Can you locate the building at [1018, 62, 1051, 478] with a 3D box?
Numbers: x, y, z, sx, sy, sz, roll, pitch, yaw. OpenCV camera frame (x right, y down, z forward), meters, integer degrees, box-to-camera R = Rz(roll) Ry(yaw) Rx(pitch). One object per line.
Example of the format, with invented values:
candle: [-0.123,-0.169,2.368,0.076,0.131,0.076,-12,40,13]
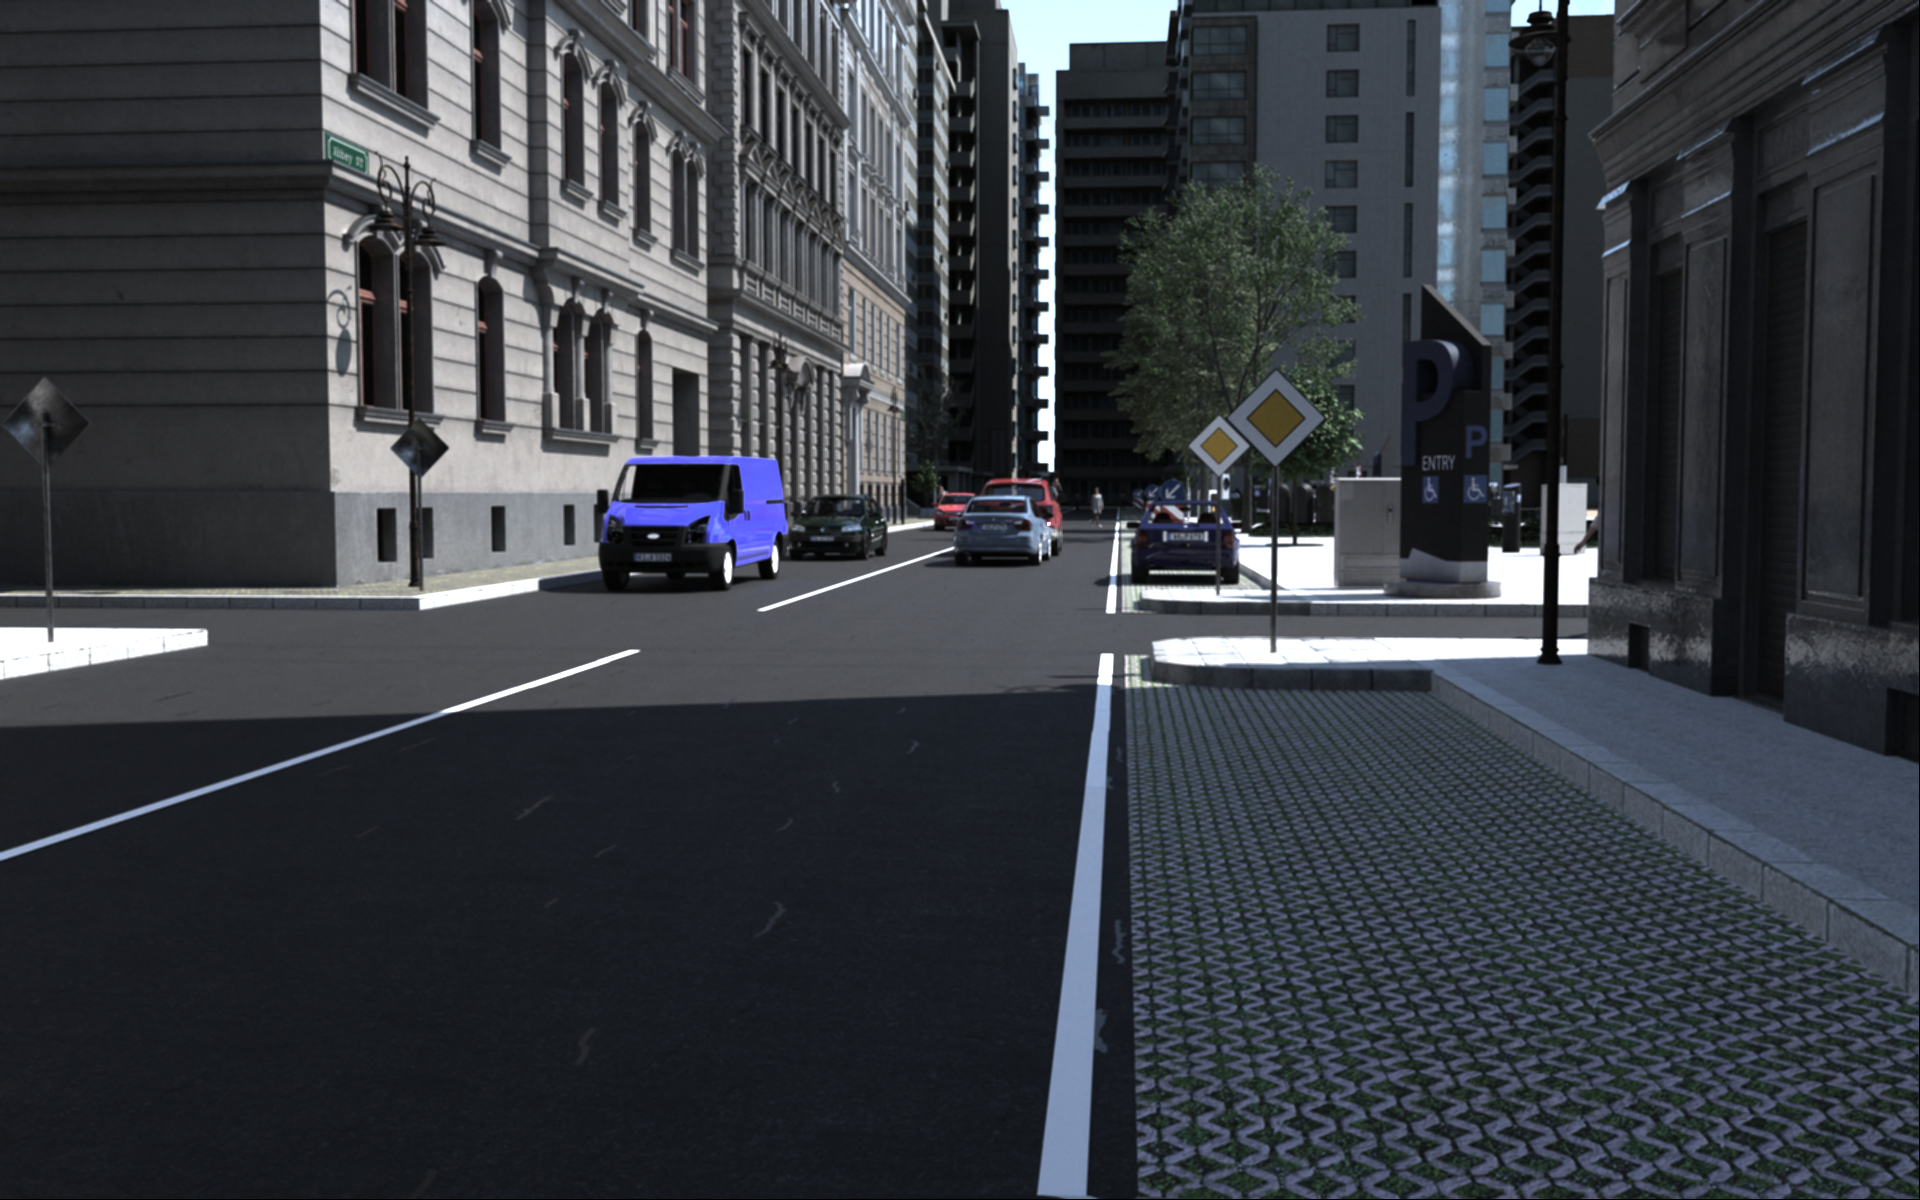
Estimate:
building: [-5.117,-35.085,193.246,30.456,49.044,23.786,0,4,5]

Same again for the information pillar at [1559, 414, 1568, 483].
information pillar: [17.636,-3.626,50.636,0.183,3.616,0.504,0,4,6]

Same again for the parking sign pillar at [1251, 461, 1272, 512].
parking sign pillar: [16.037,-6.388,92.908,1.447,3.967,1.447,2,4,35]

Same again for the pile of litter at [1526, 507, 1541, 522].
pile of litter: [20.968,-2.936,61.963,1.719,0.858,1.176,0,4,3]

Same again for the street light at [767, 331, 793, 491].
street light: [-5.104,-4.682,49.336,0.468,5.910,1.993,0,4,5]

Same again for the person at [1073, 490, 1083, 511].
person: [9.827,-8.248,144.071,0.721,1.736,1.217,-3,5,-39]

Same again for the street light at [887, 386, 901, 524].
street light: [-2.808,-6.199,74.146,0.468,5.910,1.993,0,4,5]

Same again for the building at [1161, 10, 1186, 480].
building: [29.503,-30.689,156.388,22.147,44.769,28.867,0,4,5]

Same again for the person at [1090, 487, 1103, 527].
person: [5.893,-4.030,75.146,0.466,1.731,0.760,-3,5,-43]

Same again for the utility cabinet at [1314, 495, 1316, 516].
utility cabinet: [18.178,-4.760,88.989,1.020,1.237,0.306,-3,5,-45]

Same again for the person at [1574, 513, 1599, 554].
person: [6.551,-0.508,17.473,0.731,1.740,0.598,0,4,-6]

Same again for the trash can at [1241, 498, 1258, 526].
trash can: [11.606,-3.542,69.566,0.748,1.137,0.748,0,3,0]

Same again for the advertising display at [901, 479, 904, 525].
advertising display: [-2.426,-4.169,73.385,0.123,1.923,0.974,0,4,-3]

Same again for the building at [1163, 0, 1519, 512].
building: [27.164,-31.017,126.741,23.786,49.044,30.456,0,4,5]

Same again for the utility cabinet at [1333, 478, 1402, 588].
utility cabinet: [5.693,-0.905,23.480,1.173,1.500,0.318,0,4,-1]

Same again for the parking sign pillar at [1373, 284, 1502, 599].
parking sign pillar: [6.084,-2.034,21.733,1.447,3.967,1.447,-1,4,-19]

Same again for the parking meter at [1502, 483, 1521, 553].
parking meter: [12.128,-1.814,38.074,0.372,1.533,0.369,0,3,0]

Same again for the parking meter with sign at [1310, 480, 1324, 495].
parking meter with sign: [19.694,-6.078,95.632,1.738,3.016,0.543,2,4,28]

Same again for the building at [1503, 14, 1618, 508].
building: [55.888,-31.225,160.647,14.200,45.320,14.600,0,4,5]

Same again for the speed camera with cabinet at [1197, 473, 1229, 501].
speed camera with cabinet: [10.941,-4.915,74.702,0.660,3.252,2.038,2,4,34]

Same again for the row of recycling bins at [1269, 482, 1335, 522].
row of recycling bins: [13.273,-3.518,64.629,3.534,1.692,1.069,2,4,24]

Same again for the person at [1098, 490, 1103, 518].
person: [8.406,-5.849,105.058,0.541,1.710,0.530,-1,4,-18]

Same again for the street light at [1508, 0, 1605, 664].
street light: [4.466,-2.456,12.944,0.468,5.910,1.993,0,4,5]

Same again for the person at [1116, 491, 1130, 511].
person: [13.980,-8.522,148.538,1.217,1.736,0.721,1,4,9]

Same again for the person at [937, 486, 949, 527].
person: [-0.713,-4.152,76.566,0.592,1.802,0.473,0,4,2]

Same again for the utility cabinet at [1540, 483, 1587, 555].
utility cabinet: [12.606,-1.683,36.195,1.173,1.500,0.318,-3,4,-36]

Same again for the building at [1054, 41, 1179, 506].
building: [21.297,-34.618,189.701,21.600,48.544,21.300,0,4,5]

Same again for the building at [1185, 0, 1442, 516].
building: [20.734,-20.381,104.939,14.160,30.474,14.107,0,4,5]

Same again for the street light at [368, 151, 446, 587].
street light: [-7.561,-3.123,23.847,0.468,5.910,1.993,0,4,5]

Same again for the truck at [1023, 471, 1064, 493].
truck: [7.299,-9.435,150.179,3.469,3.379,9.791,0,4,3]

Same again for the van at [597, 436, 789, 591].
van: [-4.175,-1.416,27.544,2.240,2.365,5.245,0,4,6]

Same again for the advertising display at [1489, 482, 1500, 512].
advertising display: [27.716,-5.217,90.513,0.123,1.923,0.974,-3,5,-43]

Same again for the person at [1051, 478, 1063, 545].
person: [2.712,-2.528,49.188,0.474,1.900,0.648,0,4,6]
